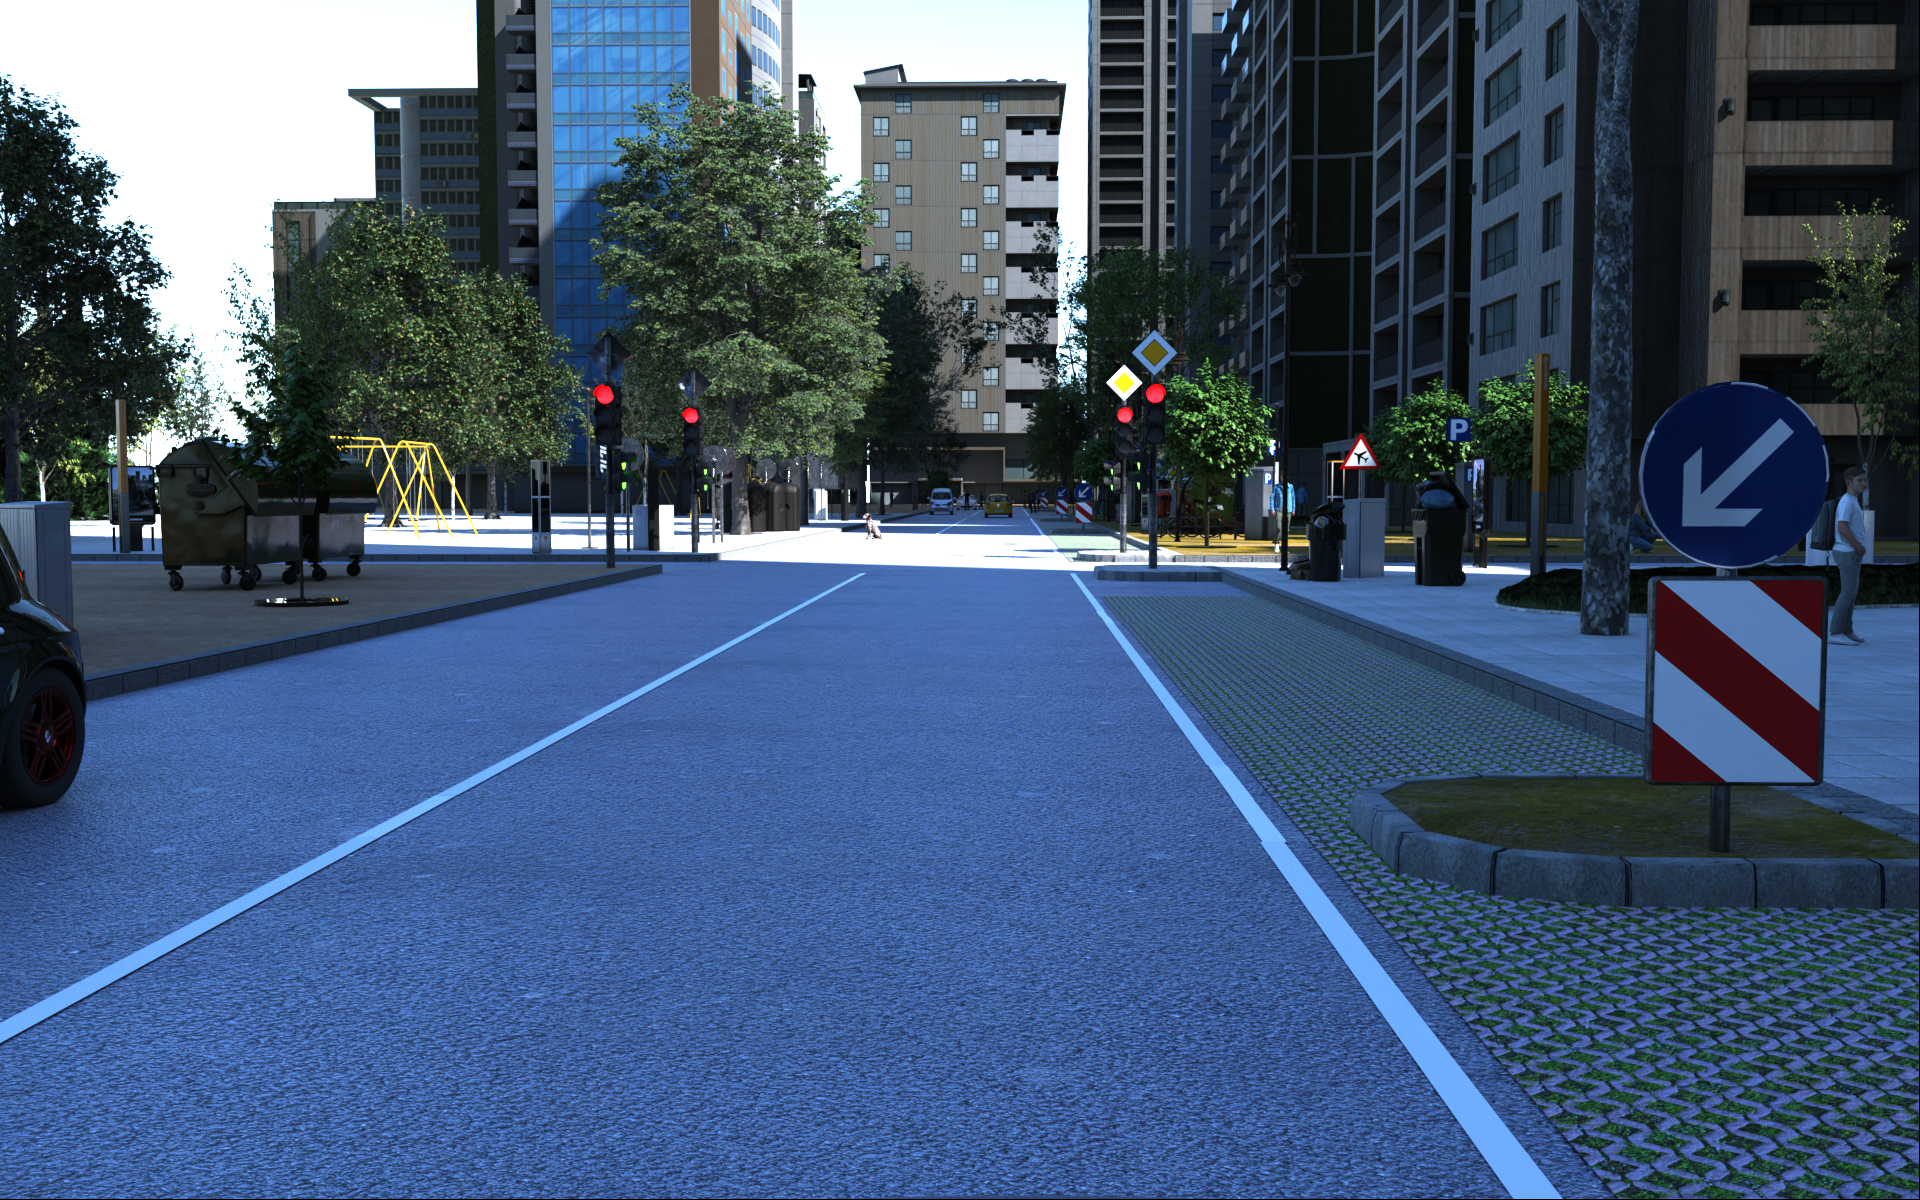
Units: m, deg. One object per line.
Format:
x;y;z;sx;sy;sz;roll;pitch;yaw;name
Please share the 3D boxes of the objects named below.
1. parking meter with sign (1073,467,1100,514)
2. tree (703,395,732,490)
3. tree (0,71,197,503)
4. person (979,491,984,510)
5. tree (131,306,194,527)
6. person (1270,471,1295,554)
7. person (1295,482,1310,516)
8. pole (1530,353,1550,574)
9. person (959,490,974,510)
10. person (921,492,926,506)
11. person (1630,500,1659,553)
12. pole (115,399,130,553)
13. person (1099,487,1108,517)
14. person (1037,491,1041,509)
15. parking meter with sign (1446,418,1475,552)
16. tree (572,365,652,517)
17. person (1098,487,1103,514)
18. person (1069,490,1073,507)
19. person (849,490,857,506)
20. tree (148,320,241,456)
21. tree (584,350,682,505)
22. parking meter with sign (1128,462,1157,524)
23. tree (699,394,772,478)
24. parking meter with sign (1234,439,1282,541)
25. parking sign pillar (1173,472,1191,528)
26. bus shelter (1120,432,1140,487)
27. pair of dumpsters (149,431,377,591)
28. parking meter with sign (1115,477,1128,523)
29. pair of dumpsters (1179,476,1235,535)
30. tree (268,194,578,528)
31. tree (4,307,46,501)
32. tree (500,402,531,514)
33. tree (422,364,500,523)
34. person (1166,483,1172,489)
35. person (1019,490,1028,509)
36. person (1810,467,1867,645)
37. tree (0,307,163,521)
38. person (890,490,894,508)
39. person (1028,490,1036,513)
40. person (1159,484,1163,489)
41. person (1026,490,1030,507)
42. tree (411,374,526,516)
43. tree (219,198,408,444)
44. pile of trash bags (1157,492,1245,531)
8.070;-6.985;110.470;1.738;3.016;0.543;0;4;6;parking meter with sign
-13.059;-8.806;94.335;4.737;8.622;4.395;0;3;0;tree
-25.847;-7.963;47.196;9.611;12.733;9.660;0;3;0;tree
1.962;-8.960;155.912;0.530;1.710;0.541;0;4;-2;person
-31.813;-7.144;67.161;4.737;8.622;4.395;0;3;0;tree
6.963;-1.897;37.403;0.601;1.785;0.444;0;4;-5;person
14.077;-3.971;71.307;0.444;1.785;0.601;-2;4;-30;person
8.462;-1.921;25.260;0.158;3.312;0.155;0;3;0;pole
0.599;-8.783;152.121;1.348;1.822;0.705;1;4;12;person
-4.059;-11.201;192.552;0.541;1.710;0.530;1;4;21;person
14.946;-1.596;37.629;0.738;1.151;1.012;3;5;44;person
-18.093;-2.666;37.430;0.158;3.312;0.155;0;3;0;pole
7.986;-5.458;95.635;0.623;1.781;0.721;2;4;27;person
7.406;-9.326;161.768;0.721;1.735;1.217;1;4;17;person
11.366;-2.602;38.808;0.543;3.016;1.738;0;4;1;parking meter with sign
-18.921;-8.880;95.554;4.737;8.622;4.395;0;3;0;tree
9.189;-6.479;112.159;0.721;1.800;0.419;1;4;16;person
10.837;-9.859;168.709;0.415;1.643;0.593;2;4;26;person
-11.165;-10.759;181.963;1.348;1.822;0.705;-1;4;-16;person
-32.044;-7.473;72.539;4.360;8.622;3.978;0;3;0;tree
-14.477;-7.809;78.042;4.360;8.622;3.978;0;3;0;tree
8.327;-4.832;75.270;1.738;3.016;0.543;0;4;1;parking meter with sign
-10.579;-8.135;83.365;4.360;8.622;3.978;0;3;0;tree
8.270;-3.164;47.995;0.543;3.016;1.738;-3;5;-40;parking meter with sign
8.459;-4.545;62.783;1.447;3.967;1.447;3;4;37;parking sign pillar
10.366;-7.922;107.157;2.179;5.291;8.768;0;4;2;bus shelter
-9.912;-1.370;24.894;1.574;2.255;4.437;0;4;2;pair of dumpsters
7.699;-4.959;77.344;0.543;3.016;1.738;-3;5;-43;parking meter with sign
8.025;-3.295;56.372;1.574;2.255;4.437;0;4;2;pair of dumpsters
-21.775;-9.130;66.276;9.611;12.733;9.660;0;3;0;tree
-31.421;-6.663;59.307;4.737;8.622;4.395;0;3;0;tree
-28.714;-9.775;110.185;4.737;8.622;4.395;0;3;0;tree
-22.245;-7.687;76.042;4.360;8.622;3.978;0;3;0;tree
10.115;-4.663;82.561;0.573;1.790;0.520;1;4;19;person
6.350;-9.918;170.660;0.705;1.824;1.348;3;5;43;person
7.577;-0.375;14.778;0.523;1.515;0.503;0;4;-4;person
-53.884;-12.260;102.279;13.155;14.587;18.604;0;4;-7;tree
-6.364;-9.434;161.751;0.415;1.643;0.593;0;4;0;person
5.345;-7.271;127.835;0.683;1.767;0.568;1;4;12;person
10.096;-4.940;86.989;0.511;1.800;0.466;-2;4;-33;person
7.361;-10.694;183.363;1.348;1.823;0.705;-3;5;-44;person
-28.653;-11.262;102.256;7.486;12.596;7.792;0;3;0;tree
-15.693;-5.621;42.258;4.737;8.622;4.395;0;3;0;tree
8.472;-3.096;60.364;3.447;1.369;1.912;0;4;-6;pile of trash bags
